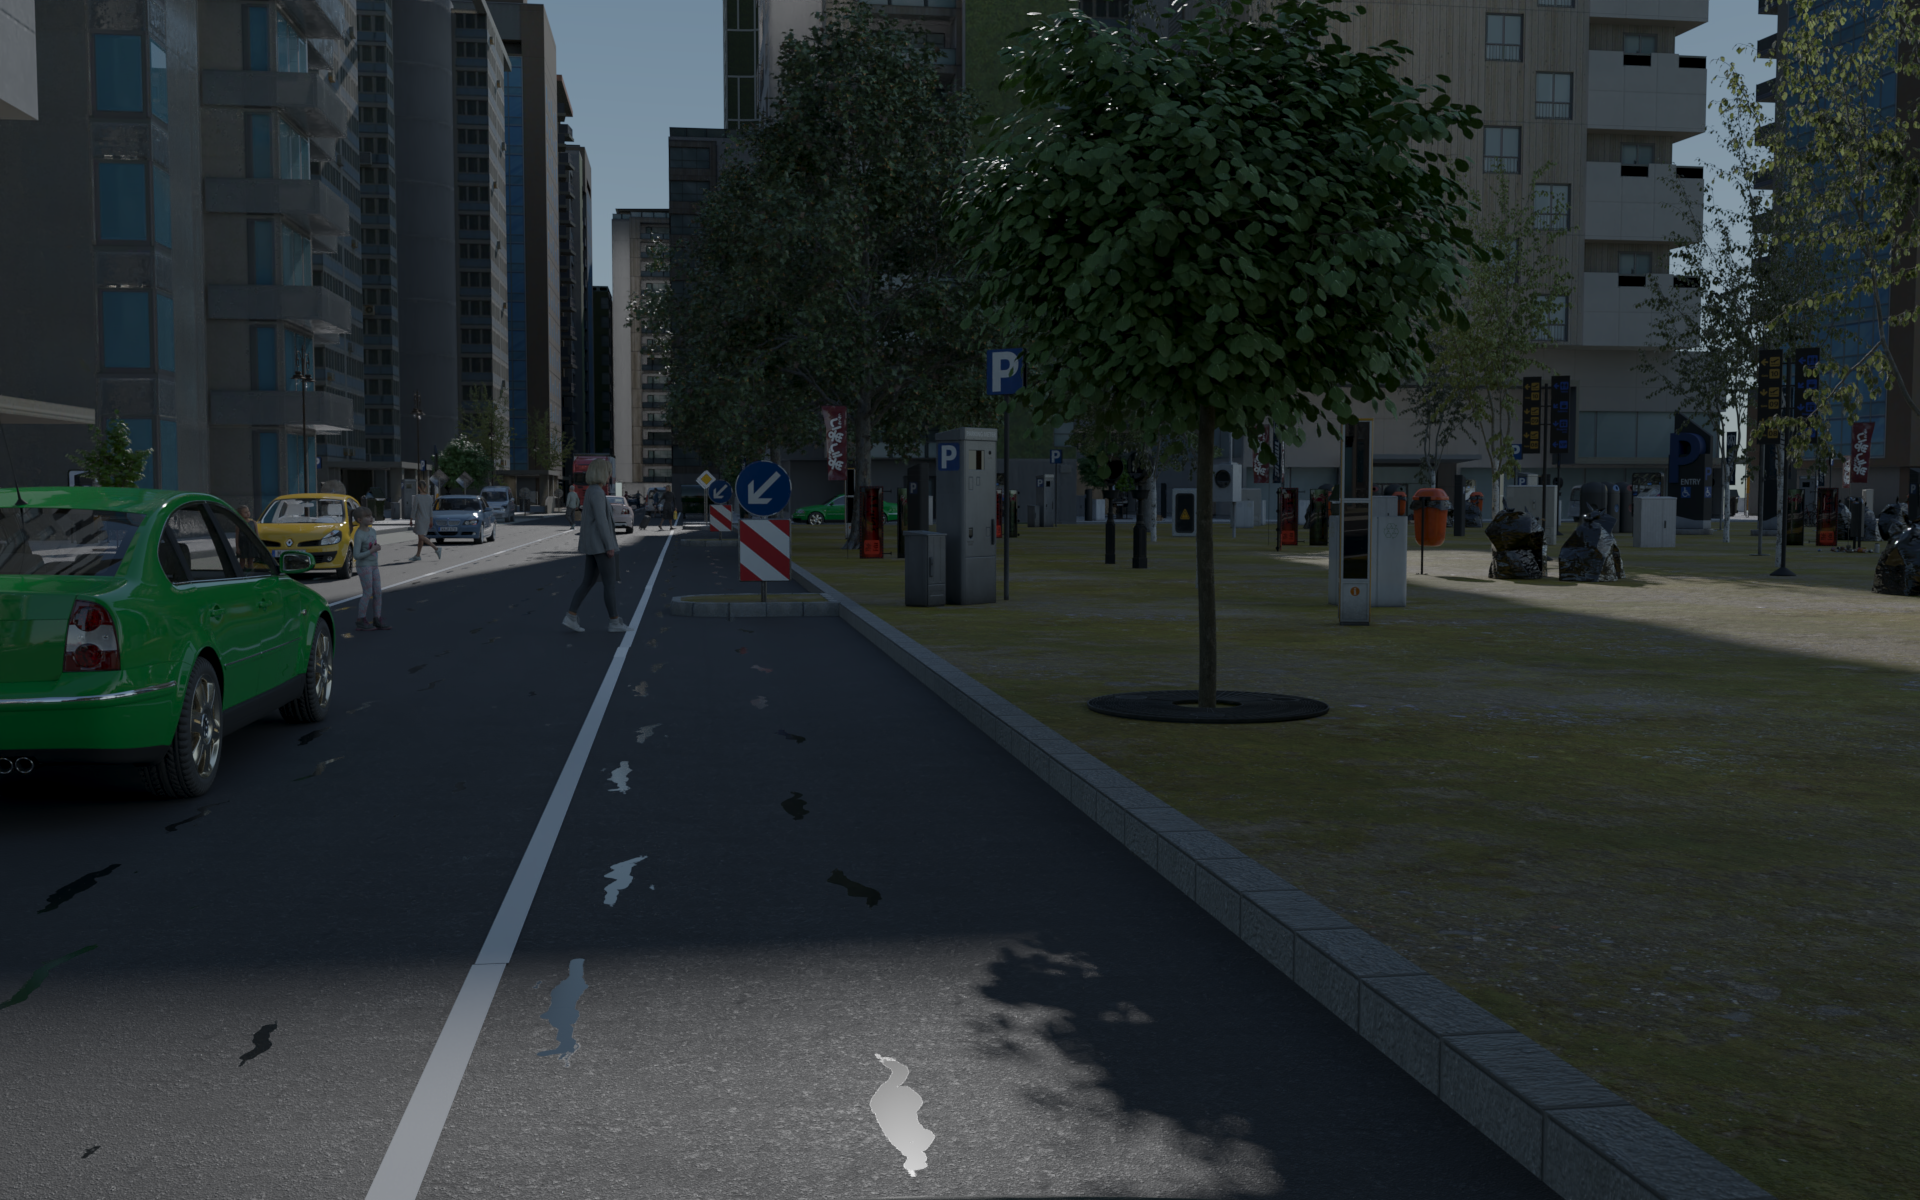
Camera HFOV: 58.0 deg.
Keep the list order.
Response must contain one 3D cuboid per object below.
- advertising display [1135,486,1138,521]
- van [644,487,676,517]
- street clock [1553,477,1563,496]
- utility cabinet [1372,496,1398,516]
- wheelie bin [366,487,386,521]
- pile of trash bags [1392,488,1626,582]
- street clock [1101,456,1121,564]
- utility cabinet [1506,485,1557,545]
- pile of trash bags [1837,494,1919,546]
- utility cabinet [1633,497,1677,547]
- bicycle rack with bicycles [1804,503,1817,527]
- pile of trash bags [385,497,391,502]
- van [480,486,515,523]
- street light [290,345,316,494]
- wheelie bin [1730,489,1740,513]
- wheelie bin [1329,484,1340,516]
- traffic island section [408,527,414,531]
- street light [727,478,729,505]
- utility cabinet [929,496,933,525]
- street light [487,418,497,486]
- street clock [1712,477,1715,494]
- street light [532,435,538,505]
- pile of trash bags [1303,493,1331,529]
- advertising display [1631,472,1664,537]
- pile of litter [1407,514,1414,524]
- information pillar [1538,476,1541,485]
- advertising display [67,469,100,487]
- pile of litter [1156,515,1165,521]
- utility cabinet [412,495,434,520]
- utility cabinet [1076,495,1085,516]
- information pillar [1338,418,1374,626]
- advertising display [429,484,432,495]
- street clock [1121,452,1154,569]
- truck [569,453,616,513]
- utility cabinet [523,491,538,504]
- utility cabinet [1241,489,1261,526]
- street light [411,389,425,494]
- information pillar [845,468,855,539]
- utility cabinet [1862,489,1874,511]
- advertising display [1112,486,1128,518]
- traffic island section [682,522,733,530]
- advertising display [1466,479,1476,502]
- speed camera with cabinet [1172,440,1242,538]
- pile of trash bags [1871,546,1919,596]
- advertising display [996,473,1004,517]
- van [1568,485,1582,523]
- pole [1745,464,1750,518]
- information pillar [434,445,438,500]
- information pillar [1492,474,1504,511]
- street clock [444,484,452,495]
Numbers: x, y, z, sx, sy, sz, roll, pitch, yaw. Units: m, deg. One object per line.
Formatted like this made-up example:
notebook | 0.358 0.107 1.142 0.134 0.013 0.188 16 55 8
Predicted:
advertising display | 7.068 -3.864 68.386 0.123 1.923 0.974 0 4 -5
van | -18.761 -6.184 108.124 2.013 2.044 4.112 0 4 -8
street clock | 25.765 -4.288 74.674 0.358 2.002 0.471 -1 4 -13
utility cabinet | 14.283 -2.906 58.674 1.020 1.237 0.306 0 4 -3
wheelie bin | -27.930 -4.575 82.703 0.693 1.594 0.980 2 4 30
pile of trash bags | 8.569 -1.043 26.801 3.447 1.369 1.912 3 5 41
street clock | 2.762 -1.665 31.789 0.471 2.002 0.358 0 4 6
utility cabinet | 14.305 -2.122 43.376 1.173 1.500 0.318 2 4 31
pile of trash bags | 25.140 -2.291 47.207 1.912 1.369 3.447 -1 4 -10
utility cabinet | 16.781 -1.875 41.825 1.020 1.237 0.306 -1 4 -17
bicycle rack with bicycles | 32.955 -3.323 67.719 2.925 0.926 2.852 0 4 0
pile of trash bags | -37.245 -6.420 114.716 3.447 1.369 1.912 -3 4 -36
van | -23.559 -4.941 87.804 2.013 2.044 4.112 -1 4 -10
street light | -20.352 -4.954 53.781 0.468 5.910 1.993 -1 4 -9
wheelie bin | 51.213 -6.548 114.963 0.980 1.594 0.693 0 4 1
wheelie bin | 12.130 -2.875 54.916 0.693 1.594 0.980 -3 5 -44
traffic island section | -20.700 -2.851 68.892 2.009 0.180 2.903 -1 4 -9
street light | -16.471 -9.169 122.699 0.468 5.910 1.993 -1 4 -9
utility cabinet | -1.594 -3.704 71.718 1.020 1.237 0.306 -3 5 -42
street light | -28.614 -8.142 105.912 0.468 5.910 1.993 -1 4 -9
street clock | 31.011 -4.109 71.753 0.471 2.002 0.358 2 4 25
street light | -33.187 -9.953 135.515 0.468 5.910 1.993 -1 4 -9
pile of trash bags | 13.541 -3.292 63.570 1.912 1.369 3.447 1 4 12
advertising display | 20.384 -2.823 51.375 0.123 1.923 0.974 -3 4 -36
pile of litter | 19.434 -3.641 73.501 1.176 0.858 1.719 -3 5 -44
information pillar | 23.685 -4.031 70.396 0.304 2.012 0.304 -1 4 -21
advertising display | -22.753 -2.449 45.251 0.974 1.923 0.123 -2 4 -33
pile of litter | 9.241 -4.211 82.817 1.719 0.858 1.176 -3 5 -41
utility cabinet | -26.729 -4.588 86.168 1.020 1.237 0.306 -1 4 -13
utility cabinet | 6.909 -5.461 100.441 1.020 1.237 0.306 2 4 32
information pillar | 3.869 -0.762 16.951 0.304 2.012 0.304 1 4 10
advertising display | -35.902 -6.804 116.461 0.974 1.923 0.123 2 4 27
street clock | 3.102 -1.545 29.835 0.358 2.002 0.471 -2 4 -33
truck | -25.547 -8.081 121.037 2.839 4.237 11.283 -1 4 -9
utility cabinet | -36.547 -8.480 147.333 1.173 1.500 0.318 1 4 11
utility cabinet | 11.371 -3.685 68.926 1.173 1.500 0.318 0 4 2
street light | -23.942 -6.348 76.580 0.468 5.910 1.993 -1 4 -9
information pillar | -3.118 -2.731 49.141 0.304 2.012 0.304 0 4 -5
utility cabinet | 40.972 -4.253 78.223 0.318 1.500 1.173 1 4 20
advertising display | 8.422 -5.272 91.404 0.974 1.923 0.123 -1 4 -21
traffic island section | -10.285 -2.950 70.517 2.009 0.180 2.903 -1 4 -9
advertising display | 22.300 -4.347 76.292 0.974 1.923 0.123 -2 4 -26
speed camera with cabinet | 7.295 -3.482 51.272 2.038 3.252 0.660 3 4 37
pile of trash bags | 13.505 -0.732 21.714 3.447 1.369 1.912 0 3 0
advertising display | 1.099 -2.929 53.109 0.974 1.923 0.123 3 5 43
van | 30.448 -4.492 80.455 4.112 2.044 2.013 -1 4 -9
pole | 42.830 -6.134 94.142 0.158 3.312 0.155 0 3 0
information pillar | -24.803 -5.546 82.033 0.183 3.616 0.504 -2 4 -27
information pillar | 19.454 -3.558 62.668 0.304 2.012 0.304 3 5 40
street clock | -31.044 -6.149 105.108 0.471 2.002 0.358 2 4 33
